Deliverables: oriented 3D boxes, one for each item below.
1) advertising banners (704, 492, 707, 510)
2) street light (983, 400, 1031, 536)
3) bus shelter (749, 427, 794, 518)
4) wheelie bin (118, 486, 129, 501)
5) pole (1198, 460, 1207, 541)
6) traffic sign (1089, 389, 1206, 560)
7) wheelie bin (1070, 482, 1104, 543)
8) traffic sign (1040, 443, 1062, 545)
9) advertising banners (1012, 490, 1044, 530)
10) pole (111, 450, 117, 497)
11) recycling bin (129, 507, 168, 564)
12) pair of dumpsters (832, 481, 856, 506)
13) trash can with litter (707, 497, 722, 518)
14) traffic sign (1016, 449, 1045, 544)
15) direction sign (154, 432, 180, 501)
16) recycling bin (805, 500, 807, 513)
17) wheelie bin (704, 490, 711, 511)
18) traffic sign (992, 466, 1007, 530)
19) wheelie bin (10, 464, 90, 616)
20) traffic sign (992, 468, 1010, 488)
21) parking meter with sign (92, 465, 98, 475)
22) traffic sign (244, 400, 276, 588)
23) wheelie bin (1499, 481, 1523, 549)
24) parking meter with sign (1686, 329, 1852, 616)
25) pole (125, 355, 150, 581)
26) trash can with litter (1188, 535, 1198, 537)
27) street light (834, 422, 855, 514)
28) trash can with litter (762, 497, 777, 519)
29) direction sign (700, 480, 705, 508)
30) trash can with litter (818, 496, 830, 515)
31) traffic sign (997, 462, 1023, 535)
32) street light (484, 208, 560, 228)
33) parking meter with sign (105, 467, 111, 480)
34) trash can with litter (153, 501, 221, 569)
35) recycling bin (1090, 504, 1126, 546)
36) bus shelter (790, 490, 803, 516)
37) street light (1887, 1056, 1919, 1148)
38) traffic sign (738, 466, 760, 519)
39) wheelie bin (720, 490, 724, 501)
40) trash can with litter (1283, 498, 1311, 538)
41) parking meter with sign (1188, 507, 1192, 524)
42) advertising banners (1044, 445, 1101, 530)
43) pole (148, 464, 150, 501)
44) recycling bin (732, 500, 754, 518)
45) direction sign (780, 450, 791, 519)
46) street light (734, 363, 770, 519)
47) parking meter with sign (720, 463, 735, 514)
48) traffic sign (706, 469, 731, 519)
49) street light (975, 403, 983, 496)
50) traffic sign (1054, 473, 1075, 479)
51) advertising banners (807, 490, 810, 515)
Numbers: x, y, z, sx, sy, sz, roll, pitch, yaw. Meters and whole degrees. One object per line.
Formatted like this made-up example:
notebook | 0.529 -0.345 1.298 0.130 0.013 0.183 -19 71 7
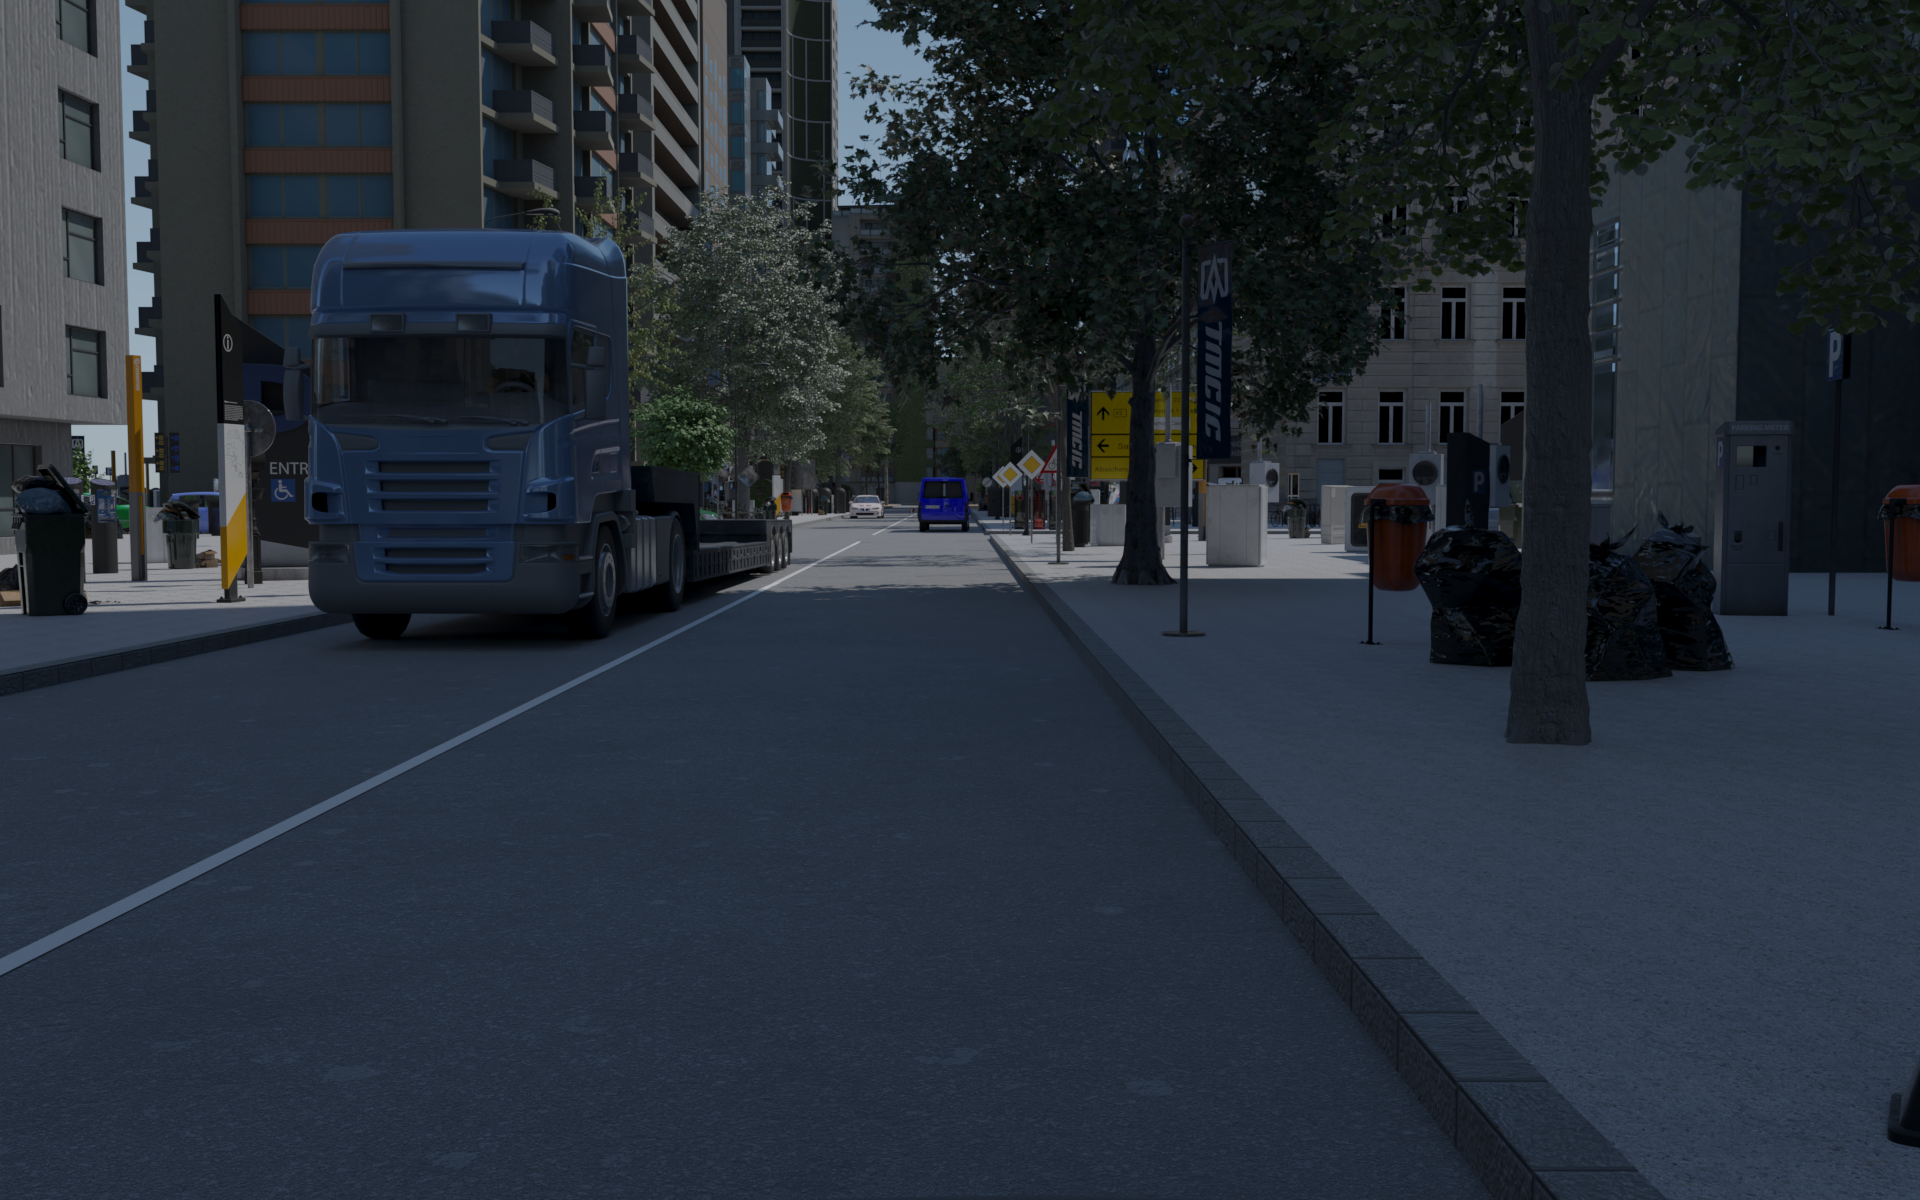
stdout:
advertising banners | -19.503 -8.424 133.919 2.074 3.025 0.090 -1 4 -15
street light | 1.531 -4.936 53.242 1.470 5.913 1.316 0 4 0
bus shelter | -10.699 -7.226 95.785 2.179 5.291 8.768 0 3 0
wheelie bin | -32.818 -3.706 68.500 0.980 1.594 0.693 -1 4 -20
pole | 6.676 -3.290 47.638 0.158 3.312 0.155 0 3 0
traffic sign | 3.655 -2.442 33.804 2.265 3.308 0.079 0 4 5
wheelie bin | 3.125 -2.313 45.725 0.693 1.594 0.980 -3 5 -44
traffic sign | 2.466 -2.688 43.961 0.884 2.594 0.081 0 4 0
advertising banners | 2.828 -4.052 62.437 2.074 3.025 0.090 2 4 27
pole | -39.496 -5.323 80.866 0.158 3.312 0.155 0 3 0
recycling bin | -15.033 -1.213 32.391 0.722 1.027 0.722 3 5 45
pair of dumpsters | -8.518 -7.591 126.602 1.574 2.255 4.437 0 3 0
trash can with litter | -10.409 -3.873 74.715 1.055 1.170 0.624 2 4 33
traffic sign | 1.853 -2.668 44.802 0.795 2.450 0.064 0 4 0
direction sign | -29.131 -4.386 63.713 0.876 3.537 0.379 0 4 -7
recycling bin | -11.088 -6.687 121.881 0.722 1.027 0.722 -3 4 -37
wheelie bin | -17.895 -7.068 123.476 0.693 1.594 0.980 -1 4 -13
traffic sign | 1.533 -3.545 61.606 0.795 2.450 0.064 0 4 0
wheelie bin | -9.668 -0.641 18.385 0.693 1.594 0.980 -3 4 -38
traffic sign | 3.603 -8.496 132.780 2.265 3.308 0.079 1 4 9
parking meter with sign | -53.206 -6.649 104.976 1.738 3.016 0.543 0 4 1
traffic sign | -9.670 -1.433 23.538 0.768 2.556 0.104 0 4 4
wheelie bin | 13.084 -2.013 40.813 0.980 1.594 0.693 -2 4 -23
parking meter with sign | 8.398 -1.352 18.374 1.738 3.016 0.543 1 4 11
pole | -12.134 -1.937 25.516 0.158 3.312 0.155 0 3 0
trash can with litter | 7.790 -2.452 51.144 2.233 1.210 1.678 2 4 27
street light | -7.429 -8.506 111.606 1.470 5.913 1.316 0 4 0
trash can with litter | -7.972 -3.645 70.981 0.624 1.170 1.055 -3 5 -43
direction sign | -16.219 -7.161 109.075 0.379 3.537 0.876 1 4 17
trash can with litter | -8.241 -5.696 104.508 0.624 1.170 1.055 0 4 6
traffic sign | 1.554 -3.057 53.620 0.795 2.450 0.064 0 4 0
street light | -7.203 -3.409 28.284 1.470 5.913 1.316 0 4 0
parking meter with sign | -55.675 -7.138 112.966 0.543 3.016 1.738 -3 5 -44
trash can with litter | -13.317 -1.133 29.911 0.624 1.170 1.055 1 4 17
recycling bin | 3.657 -1.851 42.814 0.722 1.027 0.722 -1 4 -13
bus shelter | -10.054 -6.766 104.541 2.014 3.302 5.546 0 4 0
street light | 1.484 -1.881 3.301 1.470 5.913 1.316 0 4 0
traffic sign | -7.511 -3.545 61.603 0.795 2.450 0.064 0 4 0
wheelie bin | -18.129 -7.635 132.741 0.980 1.594 0.693 1 4 17
trash can with litter | 9.775 -2.370 50.142 0.624 1.170 1.055 2 4 27
parking meter with sign | 9.628 -4.750 73.921 0.543 3.016 1.738 0 4 1
advertising banners | 4.110 -4.004 61.655 2.074 3.025 0.090 0 4 -7
pole | -47.787 -6.608 101.889 0.158 3.312 0.155 0 3 0
recycling bin | -9.036 -3.651 72.251 0.722 1.027 0.722 -2 4 -31
direction sign | -8.974 -5.943 89.164 0.876 3.537 0.379 3 5 44
street light | -7.411 -5.436 61.421 1.470 5.913 1.316 0 4 0
parking meter with sign | -13.292 -6.451 101.729 0.543 3.016 1.738 3 5 43
traffic sign | -7.490 -3.057 53.618 0.795 2.450 0.064 0 4 0
street light | 1.348 -6.987 86.775 1.470 5.913 1.316 0 4 0
traffic sign | 2.982 -2.897 49.494 0.606 2.300 0.079 0 4 1
advertising banners | -9.528 -6.908 109.129 0.090 3.025 2.074 0 3 0
